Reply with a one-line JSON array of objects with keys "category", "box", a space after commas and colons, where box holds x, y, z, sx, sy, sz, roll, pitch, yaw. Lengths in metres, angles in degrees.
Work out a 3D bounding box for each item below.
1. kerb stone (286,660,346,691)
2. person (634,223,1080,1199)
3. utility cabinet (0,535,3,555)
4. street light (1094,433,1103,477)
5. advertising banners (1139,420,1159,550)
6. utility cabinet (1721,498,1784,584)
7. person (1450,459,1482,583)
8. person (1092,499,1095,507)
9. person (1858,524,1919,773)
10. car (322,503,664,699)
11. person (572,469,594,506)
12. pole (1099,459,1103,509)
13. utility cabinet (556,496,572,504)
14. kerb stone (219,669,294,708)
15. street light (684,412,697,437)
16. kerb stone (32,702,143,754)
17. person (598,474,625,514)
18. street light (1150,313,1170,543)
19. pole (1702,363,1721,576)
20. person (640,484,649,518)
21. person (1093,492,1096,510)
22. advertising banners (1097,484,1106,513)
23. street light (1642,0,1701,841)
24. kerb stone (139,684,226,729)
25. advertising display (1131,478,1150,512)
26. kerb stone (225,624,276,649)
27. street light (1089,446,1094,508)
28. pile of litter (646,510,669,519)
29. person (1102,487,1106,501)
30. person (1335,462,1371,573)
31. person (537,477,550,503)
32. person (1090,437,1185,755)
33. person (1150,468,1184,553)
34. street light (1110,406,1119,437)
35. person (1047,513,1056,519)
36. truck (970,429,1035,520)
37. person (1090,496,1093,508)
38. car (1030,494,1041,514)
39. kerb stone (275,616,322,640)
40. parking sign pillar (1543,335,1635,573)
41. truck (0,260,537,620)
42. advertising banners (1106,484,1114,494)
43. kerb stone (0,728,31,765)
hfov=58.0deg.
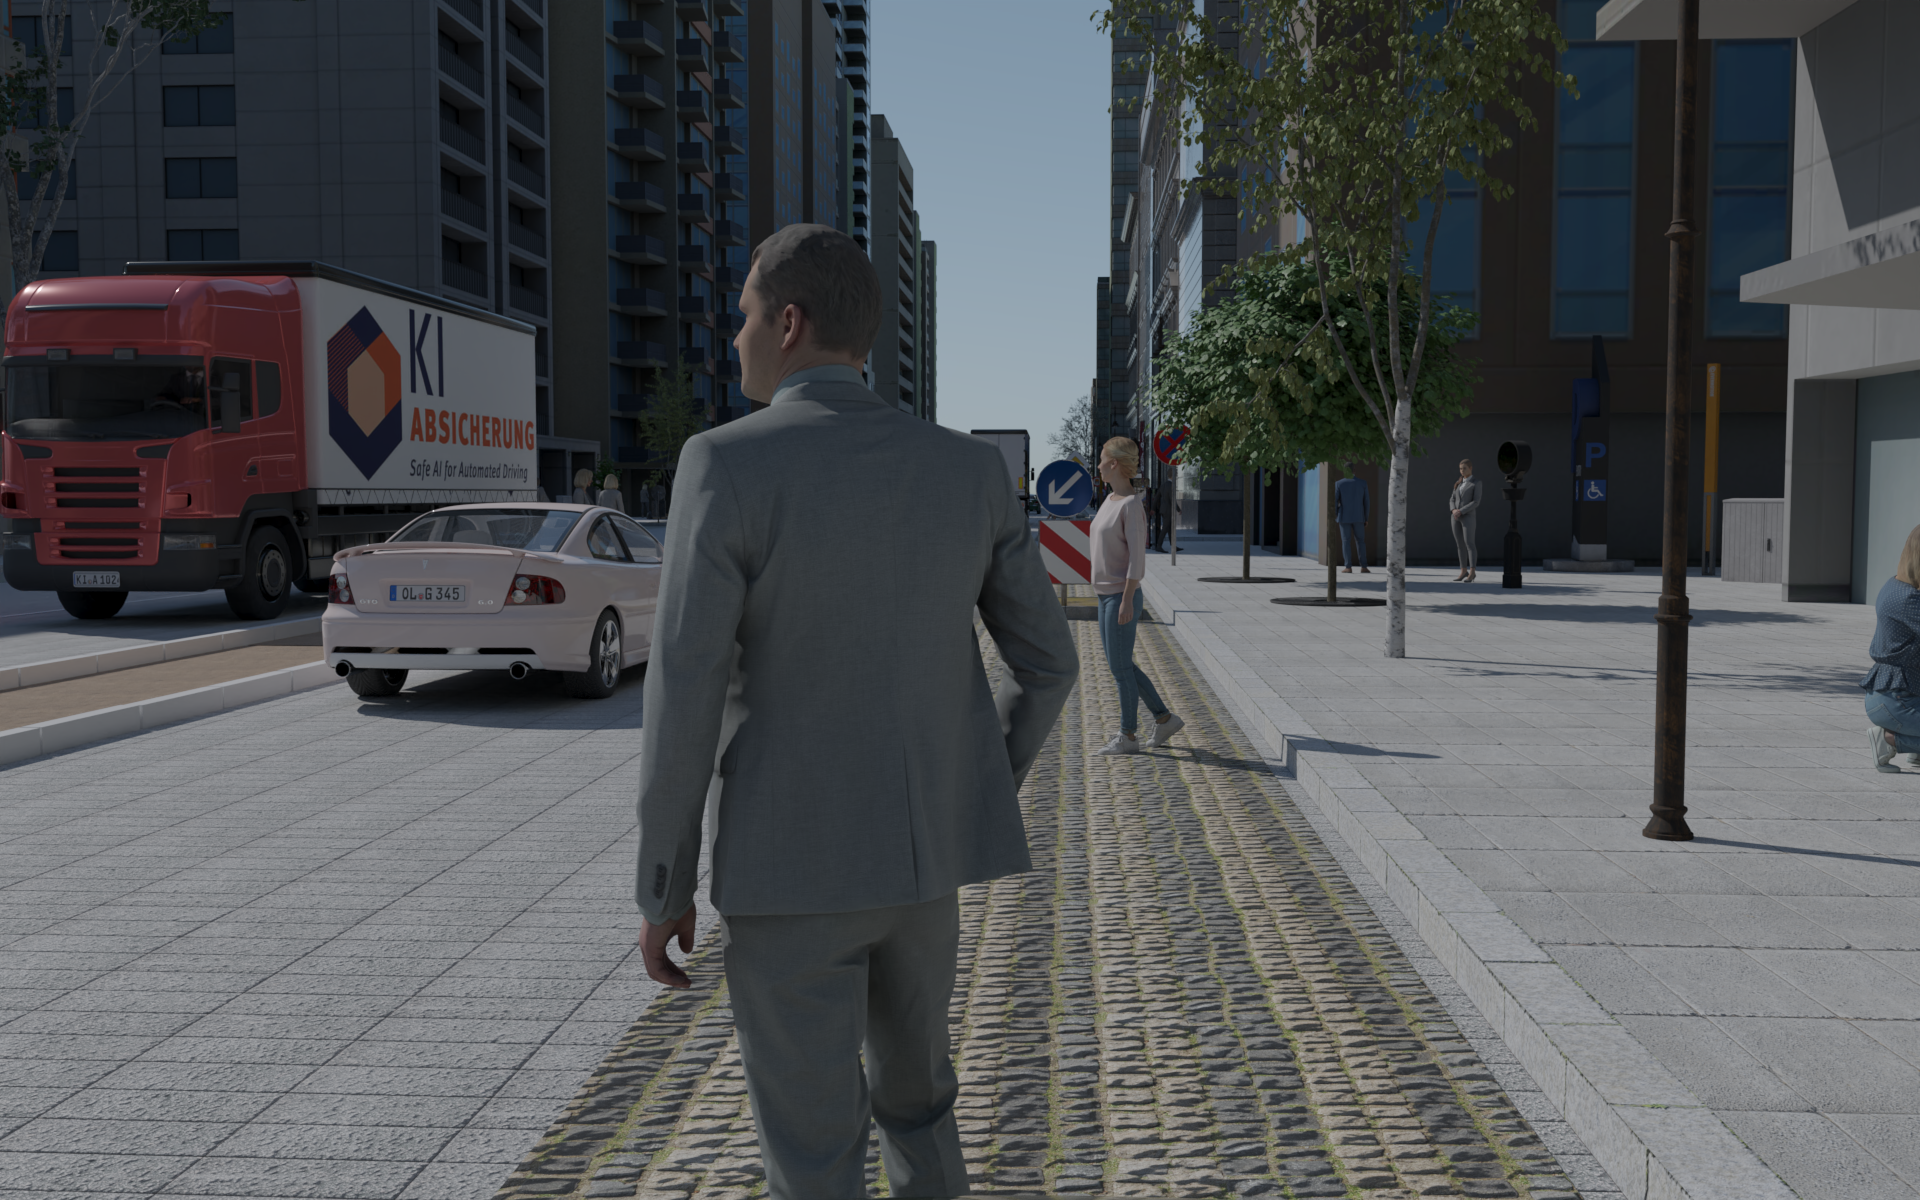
[{"category": "kerb stone", "box": [-4.881, 0.558, 13.108, 0.120, 0.150, 1.000, 0, 4, 4]}, {"category": "person", "box": [-0.156, 0.375, 2.476, 0.635, 1.810, 0.391, -3, 5, -44]}, {"category": "utility cabinet", "box": [-19.949, -1.628, 35.292, 0.318, 1.500, 1.173, 0, 4, 7]}, {"category": "street light", "box": [10.309, -9.488, 127.919, 0.468, 5.910, 1.993, 0, 4, 4]}, {"category": "advertising banners", "box": [4.405, -2.707, 40.449, 0.090, 3.025, 2.074, 0, 4, -5]}, {"category": "utility cabinet", "box": [11.597, -0.852, 25.097, 0.306, 1.237, 1.020, -3, 4, -38]}, {"category": "person", "box": [7.350, -1.163, 25.340, 0.520, 1.790, 0.573, 3, 5, 40]}, {"category": "person", "box": [13.427, -10.122, 174.789, 0.557, 1.426, 1.065, -2, 4, -34]}, {"category": "person", "box": [4.594, 0.214, 8.043, 0.738, 1.151, 1.012, 2, 4, 28]}, {"category": "car", "box": [-3.248, -0.074, 13.569, 2.083, 1.381, 4.827, 0, 4, 5]}, {"category": "person", "box": [-5.545, -1.026, 25.458, 0.728, 1.800, 0.709, 0, 4, -2]}, {"category": "pole", "box": [8.304, -6.616, 102.020, 0.158, 3.312, 0.155, 0, 3, 0]}, {"category": "utility cabinet", "box": [-15.752, -3.537, 68.984, 0.306, 1.237, 1.020, 1, 4, 8]}, {"category": "kerb stone", "box": [-4.950, 0.623, 12.086, 0.120, 0.150, 1.000, 0, 4, 4]}, {"category": "street light", "box": [-14.507, -7.369, 93.276, 0.468, 5.910, 1.993, 0, 4, 4]}, {"category": "kerb stone", "box": [-5.079, 0.744, 10.035, 0.120, 0.150, 1.000, 0, 4, 4]}, {"category": "person", "box": [-6.552, -1.439, 32.218, 0.709, 1.800, 0.728, 2, 4, 25]}, {"category": "street light", "box": [5.114, -4.377, 44.347, 0.468, 5.910, 1.993, 0, 4, 4]}, {"category": "pole", "box": [11.780, -2.038, 27.158, 0.158, 3.312, 0.155, 0, 3, 0]}, {"category": "person", "box": [-16.854, -5.290, 92.724, 0.537, 1.800, 0.526, 2, 4, 35]}, {"category": "person", "box": [11.044, -8.130, 139.901, 0.756, 1.711, 0.436, 3, 5, 44]}, {"category": "advertising banners", "box": [8.639, -6.671, 105.250, 0.090, 3.025, 2.074, -1, 4, -12]}, {"category": "street light", "box": [2.650, -2.050, 6.305, 0.468, 5.910, 1.993, 0, 4, 4]}, {"category": "kerb stone", "box": [-5.009, 0.684, 11.060, 0.120, 0.150, 1.000, 0, 4, 4]}, {"category": "advertising display", "box": [7.161, -3.884, 68.711, 0.974, 1.923, 0.123, -3, 5, -41]}, {"category": "kerb stone", "box": [-6.774, 0.356, 16.368, 0.120, 0.150, 1.000, 0, 4, 4]}, {"category": "street light", "box": [12.737, -11.775, 165.310, 0.468, 5.910, 1.993, 0, 4, 4]}, {"category": "pile of litter", "box": [-15.278, -4.545, 88.280, 1.176, 0.858, 1.719, 3, 5, 44]}, {"category": "person", "box": [10.608, -7.593, 130.050, 0.709, 1.838, 0.599, -3, 5, -45]}, {"category": "person", "box": [6.369, -1.337, 28.080, 0.721, 1.800, 0.419, 0, 4, -5]}, {"category": "person", "box": [-9.787, -1.927, 40.114, 0.679, 1.850, 0.850, 1, 4, 14]}, {"category": "person", "box": [0.971, -0.025, 9.587, 0.598, 1.740, 0.731, -1, 4, -20]}, {"category": "person", "box": [4.589, -1.953, 37.745, 0.755, 1.850, 0.659, -1, 4, -18]}, {"category": "street light", "box": [8.030, -7.161, 89.866, 0.468, 5.910, 1.993, 0, 4, 4]}, {"category": "person", "box": [3.891, -3.938, 73.633, 0.760, 1.731, 0.466, -3, 5, -44]}, {"category": "truck", "box": [1.983, -5.593, 80.362, 2.839, 4.237, 11.283, 0, 4, 3]}, {"category": "person", "box": [12.379, -9.491, 161.940, 0.721, 1.743, 1.217, 0, 4, 4]}, {"category": "car", "box": [4.905, -6.909, 124.763, 2.131, 1.459, 4.920, 0, 4, 4]}, {"category": "kerb stone", "box": [-6.711, 0.294, 17.390, 0.120, 0.150, 1.000, 0, 4, 4]}, {"category": "parking sign pillar", "box": [10.511, -2.470, 28.860, 1.447, 3.967, 1.447, 1, 4, 13]}, {"category": "truck", "box": [-8.679, -2.093, 23.133, 2.839, 4.237, 11.283, 0, 4, 5]}, {"category": "advertising banners", "box": [6.111, -4.414, 68.360, 0.090, 3.025, 2.074, 0, 4, -5]}, {"category": "kerb stone", "box": [-5.141, 0.806, 9.012, 0.120, 0.150, 1.000, 0, 4, 4]}]
